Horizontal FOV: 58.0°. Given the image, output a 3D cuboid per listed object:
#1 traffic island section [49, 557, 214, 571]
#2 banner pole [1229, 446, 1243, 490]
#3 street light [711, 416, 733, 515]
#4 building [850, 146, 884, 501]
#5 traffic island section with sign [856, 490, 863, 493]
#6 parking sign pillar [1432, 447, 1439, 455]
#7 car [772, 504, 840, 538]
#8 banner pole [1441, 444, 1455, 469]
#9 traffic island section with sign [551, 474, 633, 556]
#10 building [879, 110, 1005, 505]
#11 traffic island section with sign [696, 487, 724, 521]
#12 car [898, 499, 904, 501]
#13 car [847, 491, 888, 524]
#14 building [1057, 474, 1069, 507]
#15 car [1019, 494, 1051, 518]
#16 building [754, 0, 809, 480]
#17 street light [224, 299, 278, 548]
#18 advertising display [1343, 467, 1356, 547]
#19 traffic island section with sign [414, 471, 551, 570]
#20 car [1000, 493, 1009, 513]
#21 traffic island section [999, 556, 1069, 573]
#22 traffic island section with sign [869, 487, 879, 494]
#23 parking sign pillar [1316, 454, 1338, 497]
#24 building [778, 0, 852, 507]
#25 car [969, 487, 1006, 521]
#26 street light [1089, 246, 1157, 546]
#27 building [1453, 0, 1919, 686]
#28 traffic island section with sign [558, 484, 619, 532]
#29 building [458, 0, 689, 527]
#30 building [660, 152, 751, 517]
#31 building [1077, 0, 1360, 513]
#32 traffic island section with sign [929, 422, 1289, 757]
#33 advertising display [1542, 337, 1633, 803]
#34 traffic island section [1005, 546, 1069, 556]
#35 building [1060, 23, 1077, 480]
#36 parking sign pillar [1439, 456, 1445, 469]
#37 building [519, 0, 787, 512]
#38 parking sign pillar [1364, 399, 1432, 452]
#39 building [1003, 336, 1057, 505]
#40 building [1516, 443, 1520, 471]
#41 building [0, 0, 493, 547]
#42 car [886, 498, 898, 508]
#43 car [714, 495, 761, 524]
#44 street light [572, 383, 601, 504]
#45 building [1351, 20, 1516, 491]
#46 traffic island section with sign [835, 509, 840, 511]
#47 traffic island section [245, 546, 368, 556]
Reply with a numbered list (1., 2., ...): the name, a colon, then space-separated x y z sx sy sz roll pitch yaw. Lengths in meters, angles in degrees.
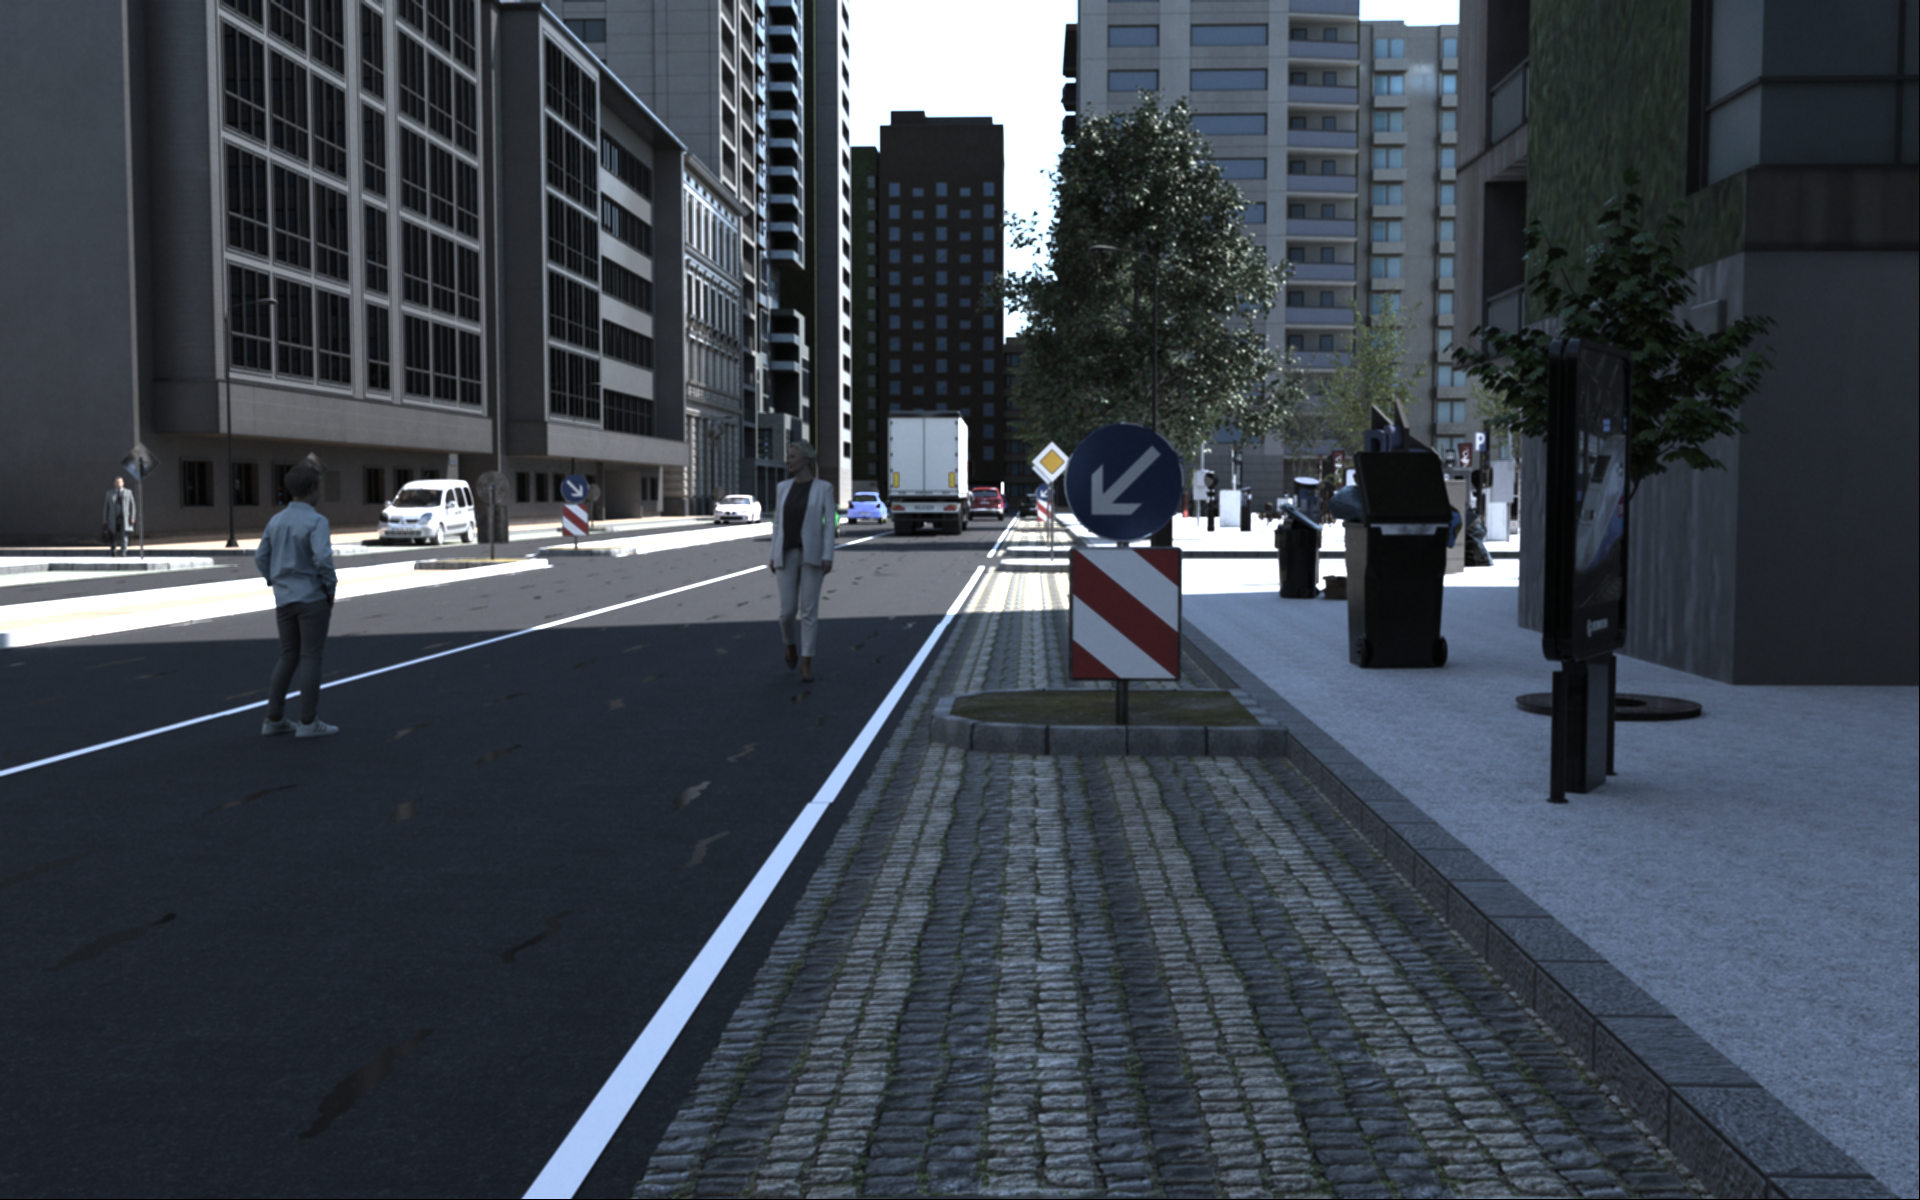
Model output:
1. traffic island section: -15.819 -0.683 33.452 2.009 0.180 2.903 0 4 2
2. banner pole: 14.163 -6.076 89.353 0.863 3.779 0.401 0 4 6
3. street light: -14.279 -8.023 103.719 1.470 5.913 1.316 0 4 2
4. building: -16.164 -31.982 206.499 14.086 41.232 14.154 0 4 2
5. traffic island section with sign: -9.828 -9.874 170.064 1.989 1.847 2.006 0 4 2
6. parking sign pillar: 19.507 -5.217 73.774 1.447 3.967 1.447 1 4 14
7. car: -4.869 -2.831 55.075 1.959 1.807 4.718 0 4 2
8. banner pole: 24.077 -5.852 85.701 0.863 3.779 0.401 2 4 34
9. traffic island section with sign: -8.898 -1.999 40.814 2.006 1.907 1.989 0 4 2
10. building: -1.824 -33.958 205.329 14.200 45.320 14.600 0 4 2
11. traffic island section with sign: -13.014 -5.165 93.082 1.989 1.847 2.006 0 4 2
12. car: -3.262 -6.755 119.477 2.155 1.783 4.494 0 4 1
13. car: -4.475 -4.537 83.779 1.945 1.707 3.694 0 4 1
14. building: 17.330 -25.208 183.859 14.160 30.474 14.107 0 4 2
15. car: 4.453 -5.687 102.765 2.009 1.686 4.222 0 4 4
16. building: -24.455 -51.286 151.201 22.319 86.520 31.000 0 4 2
17. street light: -16.939 -4.211 41.389 1.470 5.913 1.316 0 4 2
18. advertising display: 9.797 -2.254 42.074 0.974 1.923 0.123 0 4 -2
19. traffic island section with sign: -9.214 -1.546 33.413 2.006 1.907 1.989 0 4 2
20. car: 2.801 -7.581 133.535 1.945 1.707 3.694 0 4 4
21. traffic island section: 1.757 -0.639 32.722 2.009 0.180 2.903 0 4 2
22. traffic island section with sign: -5.798 -6.590 115.889 2.006 1.907 1.989 0 4 2
23. parking sign pillar: 22.949 -7.322 108.192 1.447 3.967 1.447 2 4 34
24. building: -25.893 -39.142 181.971 28.212 58.520 21.231 0 4 2
25. car: 1.380 -5.287 95.122 2.281 1.827 5.304 0 4 1
26. street light: 3.109 -3.670 32.539 1.470 5.913 1.316 0 4 2
27. building: 12.481 -20.386 16.911 14.154 41.232 14.086 0 4 2
28. traffic island section with sign: -14.132 -3.518 66.150 1.989 1.847 2.006 0 4 2
29. building: -22.653 -16.036 81.251 14.314 24.678 30.058 0 4 2
30. building: -19.921 -16.977 106.458 11.050 23.489 19.941 0 4 2
31. building: 19.404 -36.088 132.035 21.231 58.520 28.212 0 4 2
32. traffic island section with sign: 0.832 -0.106 10.354 1.989 1.847 2.006 0 4 2
33. advertising display: 2.729 -0.141 7.523 0.123 1.923 0.974 2 4 34
34. traffic island section: 2.087 -1.127 40.700 2.009 0.180 2.903 0 4 2
35. building: 20.449 -30.975 161.071 22.147 44.769 28.867 0 4 2
36. parking sign pillar: 26.942 -6.714 98.244 1.447 3.967 1.447 -1 4 -17
37. building: -23.616 -42.055 125.855 20.563 71.187 20.611 0 4 2
38. parking sign pillar: 12.164 -3.658 48.284 1.447 3.967 1.447 0 4 2
39. building: 20.024 -22.494 212.809 28.899 21.520 27.650 0 4 2
40. building: 68.290 -45.258 178.213 20.611 71.187 20.563 0 4 2
41. building: -25.019 -15.896 53.414 14.314 27.812 24.014 0 4 2
42. car: -6.915 -10.772 185.902 2.009 1.686 4.222 0 4 4
43. car: -10.750 -4.376 83.909 2.083 1.381 4.827 0 4 1
44. street light: -15.709 -6.122 72.643 1.470 5.913 1.316 0 4 2
45. building: 41.913 -34.175 178.371 30.456 49.044 23.786 0 4 2
46. traffic island section with sign: -10.955 -8.227 143.133 1.989 1.847 2.006 0 4 2
47. traffic island section: -15.489 -1.171 41.430 2.009 0.180 2.903 0 4 2
